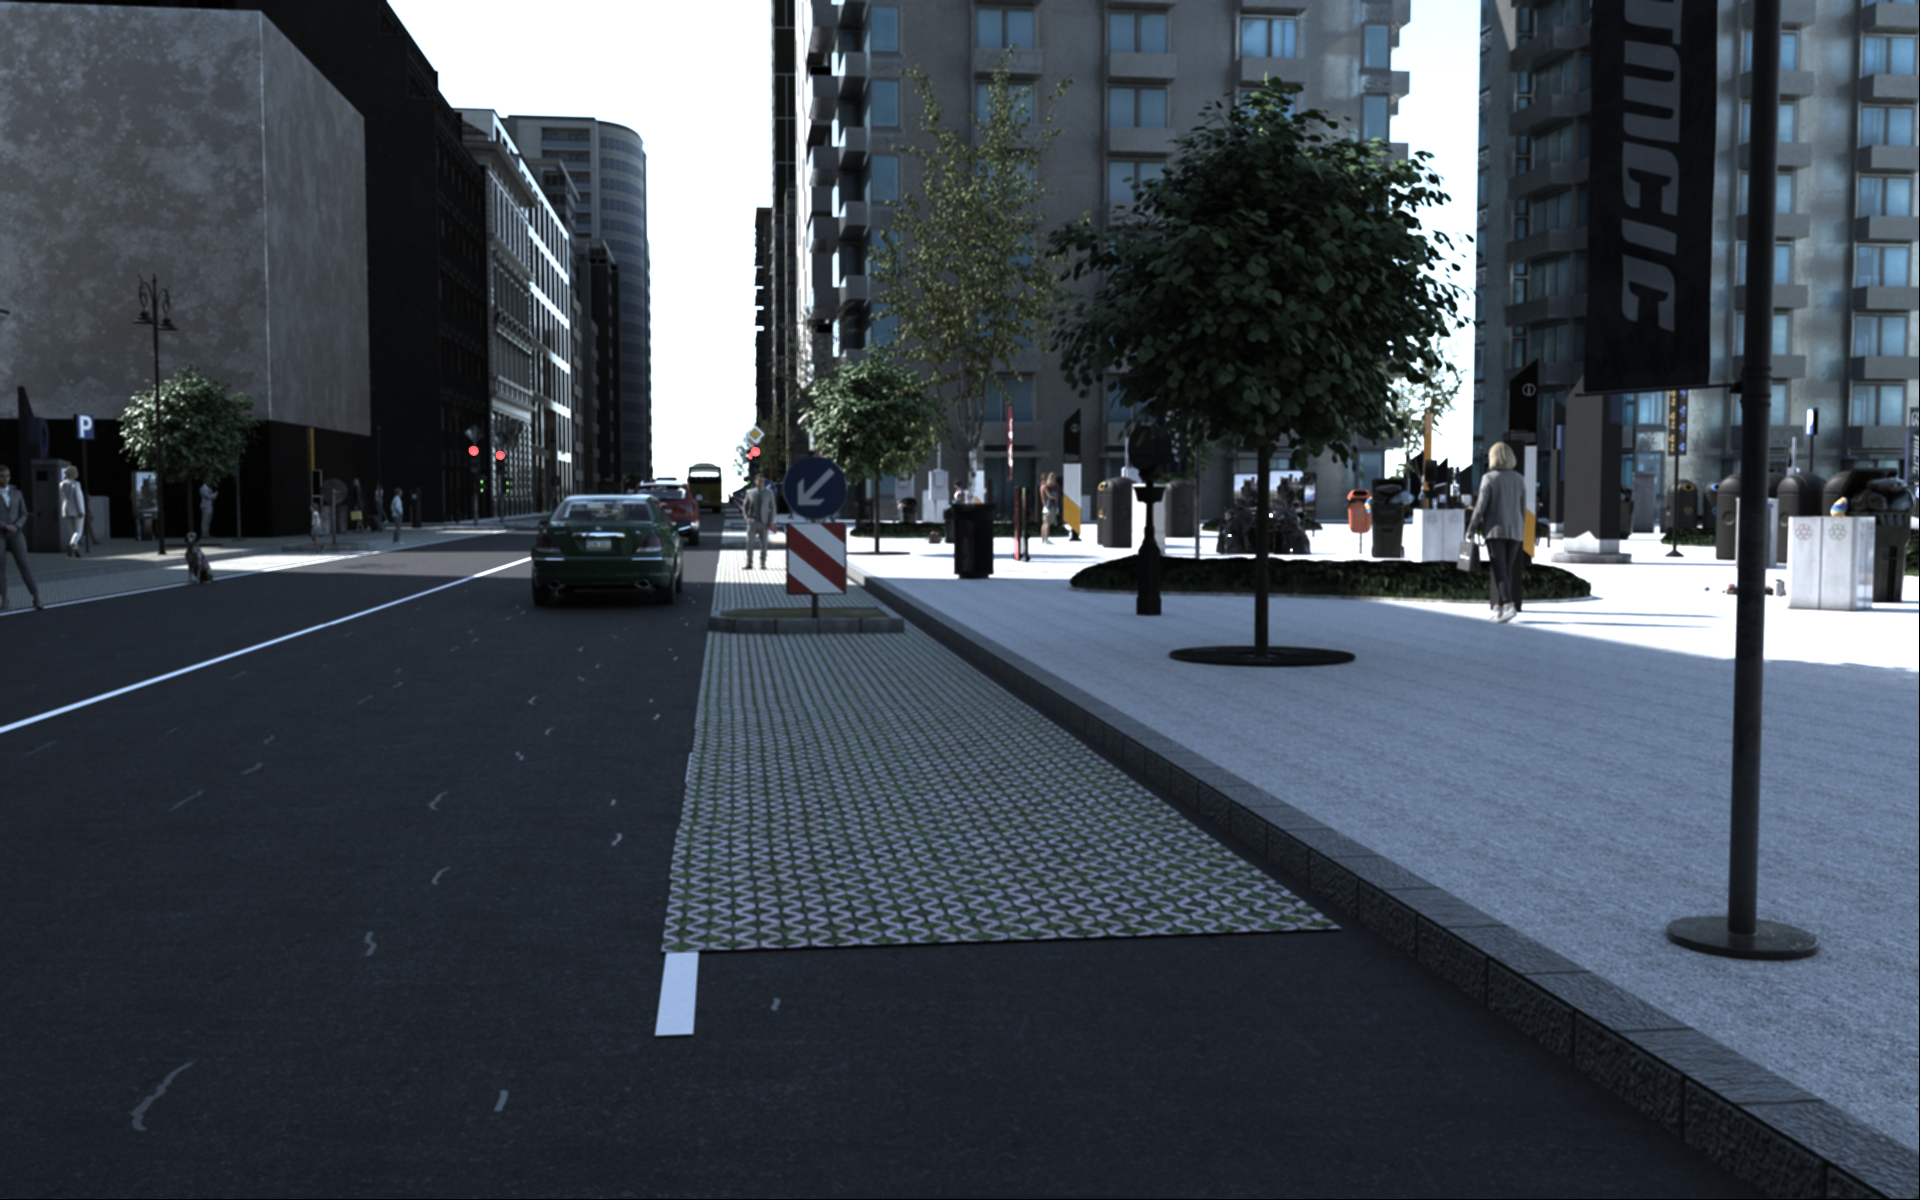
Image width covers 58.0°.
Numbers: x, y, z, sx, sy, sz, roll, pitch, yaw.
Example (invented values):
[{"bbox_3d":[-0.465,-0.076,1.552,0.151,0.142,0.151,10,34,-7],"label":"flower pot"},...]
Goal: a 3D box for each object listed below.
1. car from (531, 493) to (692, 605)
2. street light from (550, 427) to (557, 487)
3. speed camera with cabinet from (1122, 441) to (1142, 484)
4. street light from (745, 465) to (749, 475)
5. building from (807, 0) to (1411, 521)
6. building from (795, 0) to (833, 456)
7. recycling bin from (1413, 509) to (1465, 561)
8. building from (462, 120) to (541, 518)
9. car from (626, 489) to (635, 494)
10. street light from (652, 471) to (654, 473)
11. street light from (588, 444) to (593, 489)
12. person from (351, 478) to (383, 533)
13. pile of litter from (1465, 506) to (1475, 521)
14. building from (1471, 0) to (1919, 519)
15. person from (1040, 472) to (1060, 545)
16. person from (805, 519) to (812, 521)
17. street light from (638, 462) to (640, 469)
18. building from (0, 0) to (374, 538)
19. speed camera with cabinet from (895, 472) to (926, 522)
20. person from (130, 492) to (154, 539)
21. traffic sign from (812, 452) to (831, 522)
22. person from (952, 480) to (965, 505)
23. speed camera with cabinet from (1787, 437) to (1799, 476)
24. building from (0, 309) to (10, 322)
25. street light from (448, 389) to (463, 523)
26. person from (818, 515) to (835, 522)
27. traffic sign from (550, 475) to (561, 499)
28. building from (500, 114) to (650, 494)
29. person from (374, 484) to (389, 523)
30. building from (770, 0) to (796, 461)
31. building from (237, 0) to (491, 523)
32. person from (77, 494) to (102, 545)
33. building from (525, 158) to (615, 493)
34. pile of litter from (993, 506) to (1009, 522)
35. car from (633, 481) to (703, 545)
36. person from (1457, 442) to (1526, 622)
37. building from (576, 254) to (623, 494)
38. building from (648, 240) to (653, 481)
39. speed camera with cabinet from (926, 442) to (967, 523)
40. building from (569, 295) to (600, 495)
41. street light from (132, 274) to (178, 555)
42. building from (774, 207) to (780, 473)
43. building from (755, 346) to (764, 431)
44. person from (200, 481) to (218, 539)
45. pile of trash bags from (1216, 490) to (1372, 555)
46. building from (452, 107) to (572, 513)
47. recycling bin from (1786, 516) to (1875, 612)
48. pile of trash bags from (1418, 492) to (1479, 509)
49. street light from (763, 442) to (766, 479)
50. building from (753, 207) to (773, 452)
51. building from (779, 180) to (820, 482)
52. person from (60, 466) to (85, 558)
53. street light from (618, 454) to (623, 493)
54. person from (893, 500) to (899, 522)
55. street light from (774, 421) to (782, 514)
[{"bbox_3d":[-4.790,-0.739,23.873,2.131,1.459,4.920,0,4,-7],"label":"car"},{"bbox_3d":[-27.906,-8.930,118.793,0.468,5.910,1.993,0,4,-8],"label":"street light"},{"bbox_3d":[6.031,-3.953,58.971,0.660,3.252,2.038,-1,4,-9],"label":"speed camera with cabinet"},{"bbox_3d":[-32.642,-18.014,267.308,0.468,5.910,1.993,0,4,-8],"label":"street light"},{"bbox_3d":[7.116,-28.931,92.628,30.456,49.044,23.786,0,4,-8],"label":"building"},{"bbox_3d":[2.390,-32.593,122.135,28.713,52.752,27.495,0,4,-8],"label":"building"},{"bbox_3d":[8.052,-1.016,29.158,0.722,1.027,0.722,0,4,4],"label":"recycling bin"},{"bbox_3d":[-31.303,-16.708,102.055,11.050,23.489,19.941,0,4,-8],"label":"building"},{"bbox_3d":[-24.224,-7.413,129.879,2.281,1.827,5.304,-1,4,-9],"label":"car"},{"bbox_3d":[-49.216,-18.656,277.814,0.468,5.910,1.993,0,4,-8],"label":"street light"},{"bbox_3d":[-32.405,-10.972,152.175,0.468,5.910,1.993,0,4,-8],"label":"street light"},{"bbox_3d":[-19.917,-3.166,58.029,0.699,1.804,1.509,2,4,24],"label":"person"},{"bbox_3d":[18.499,-2.997,62.972,1.719,0.858,1.176,3,4,38],"label":"pile of litter"},{"bbox_3d":[45.346,-29.190,96.870,30.456,49.044,23.786,0,4,-8],"label":"building"},{"bbox_3d":[2.258,-2.321,43.965,0.580,1.828,0.573,2,4,32],"label":"person"},{"bbox_3d":[-7.183,-4.685,82.835,0.606,1.804,0.583,0,4,-6],"label":"person"},{"bbox_3d":[-43.558,-16.043,235.095,0.468,5.910,1.993,0,4,-8],"label":"street light"},{"bbox_3d":[-29.649,-11.636,57.699,16.811,18.784,16.820,0,4,-8],"label":"building"},{"bbox_3d":[-1.479,-4.484,67.657,2.038,3.252,0.660,0,4,7],"label":"speed camera with cabinet"},{"bbox_3d":[-23.271,-2.618,49.201,0.623,1.781,0.721,0,4,-6],"label":"person"},{"bbox_3d":[-4.138,-3.168,51.899,0.768,2.556,0.104,0,4,-1],"label":"traffic sign"},{"bbox_3d":[0.038,-2.882,53.996,0.643,1.720,0.563,-1,4,-15],"label":"person"},{"bbox_3d":[29.192,-4.059,60.707,0.660,3.252,2.038,3,5,40],"label":"speed camera with cabinet"},{"bbox_3d":[-24.100,-14.476,13.099,17.030,29.872,44.131,0,4,-8],"label":"building"},{"bbox_3d":[-22.232,-6.338,76.409,0.468,5.910,1.993,0,4,-8],"label":"street light"},{"bbox_3d":[-4.118,-2.895,53.333,0.622,1.834,0.822,-2,4,-30],"label":"person"},{"bbox_3d":[-27.430,-7.179,117.484,0.768,2.556,0.104,0,4,1],"label":"traffic sign"},{"bbox_3d":[-59.768,-44.508,269.705,21.231,58.520,28.212,0,4,-8],"label":"building"},{"bbox_3d":[-25.172,-4.200,75.299,0.643,1.750,0.593,-2,4,-25],"label":"person"},{"bbox_3d":[-15.276,-47.624,216.909,20.563,71.187,20.611,0,4,-8],"label":"building"},{"bbox_3d":[-30.077,-15.500,83.095,12.332,23.373,15.834,0,4,-8],"label":"building"},{"bbox_3d":[-22.152,-2.057,43.952,0.640,1.303,0.475,-2,4,-28],"label":"person"},{"bbox_3d":[-54.748,-30.365,188.344,32.217,40.220,23.993,0,4,-8],"label":"building"},{"bbox_3d":[1.724,-4.062,80.380,1.176,0.858,1.719,0,4,-3],"label":"pile of litter"},{"bbox_3d":[-8.552,-2.524,49.938,2.281,1.827,5.304,-1,4,-9],"label":"car"},{"bbox_3d":[5.380,-0.684,17.409,0.709,1.800,0.728,-1,4,-10],"label":"person"},{"bbox_3d":[-48.312,-26.732,208.772,14.160,30.474,14.107,0,4,-8],"label":"building"},{"bbox_3d":[-63.716,-41.032,294.570,21.300,48.544,21.600,0,4,-8],"label":"building"},{"bbox_3d":[-0.141,-4.395,66.196,2.038,3.252,0.660,-1,4,-9],"label":"speed camera with cabinet"},{"bbox_3d":[-49.149,-19.448,163.016,27.650,21.520,28.899,0,4,-8],"label":"building"},{"bbox_3d":[-16.916,-3.899,36.533,0.468,5.910,1.993,0,4,-8],"label":"street light"},{"bbox_3d":[-11.953,-24.780,176.855,14.160,30.474,14.107,0,4,-8],"label":"building"},{"bbox_3d":[-28.888,-32.606,304.816,14.160,30.474,14.107,0,4,-8],"label":"building"},{"bbox_3d":[-21.668,-2.677,49.998,0.466,1.800,0.511,-1,4,-14],"label":"person"},{"bbox_3d":[7.169,-1.681,37.237,3.447,1.369,1.912,1,4,16],"label":"pile of trash bags"},{"bbox_3d":[-40.218,-19.791,128.091,19.350,26.468,34.151,0,4,-8],"label":"building"},{"bbox_3d":[9.706,-0.413,19.306,0.722,1.027,0.722,3,5,42],"label":"recycling bin"},{"bbox_3d":[23.504,-4.448,82.476,3.447,1.369,1.912,-1,4,-20],"label":"pile of trash bags"},{"bbox_3d":[-17.191,-10.959,151.968,0.468,5.910,1.993,0,4,-8],"label":"street light"},{"bbox_3d":[-19.612,-36.988,259.370,22.147,44.769,28.867,0,4,-8],"label":"building"},{"bbox_3d":[-9.376,-23.906,162.560,14.160,30.474,14.107,0,4,-8],"label":"building"},{"bbox_3d":[-17.763,-1.756,34.630,0.514,1.842,0.818,0,4,-3],"label":"person"},{"bbox_3d":[-38.127,-13.564,194.553,0.468,5.910,1.993,0,4,-8],"label":"street light"},{"bbox_3d":[-2.467,-3.710,70.956,0.590,1.304,0.306,1,4,17],"label":"person"},{"bbox_3d":[-11.485,-8.367,109.589,0.468,5.910,1.993,0,4,-8],"label":"street light"}]
